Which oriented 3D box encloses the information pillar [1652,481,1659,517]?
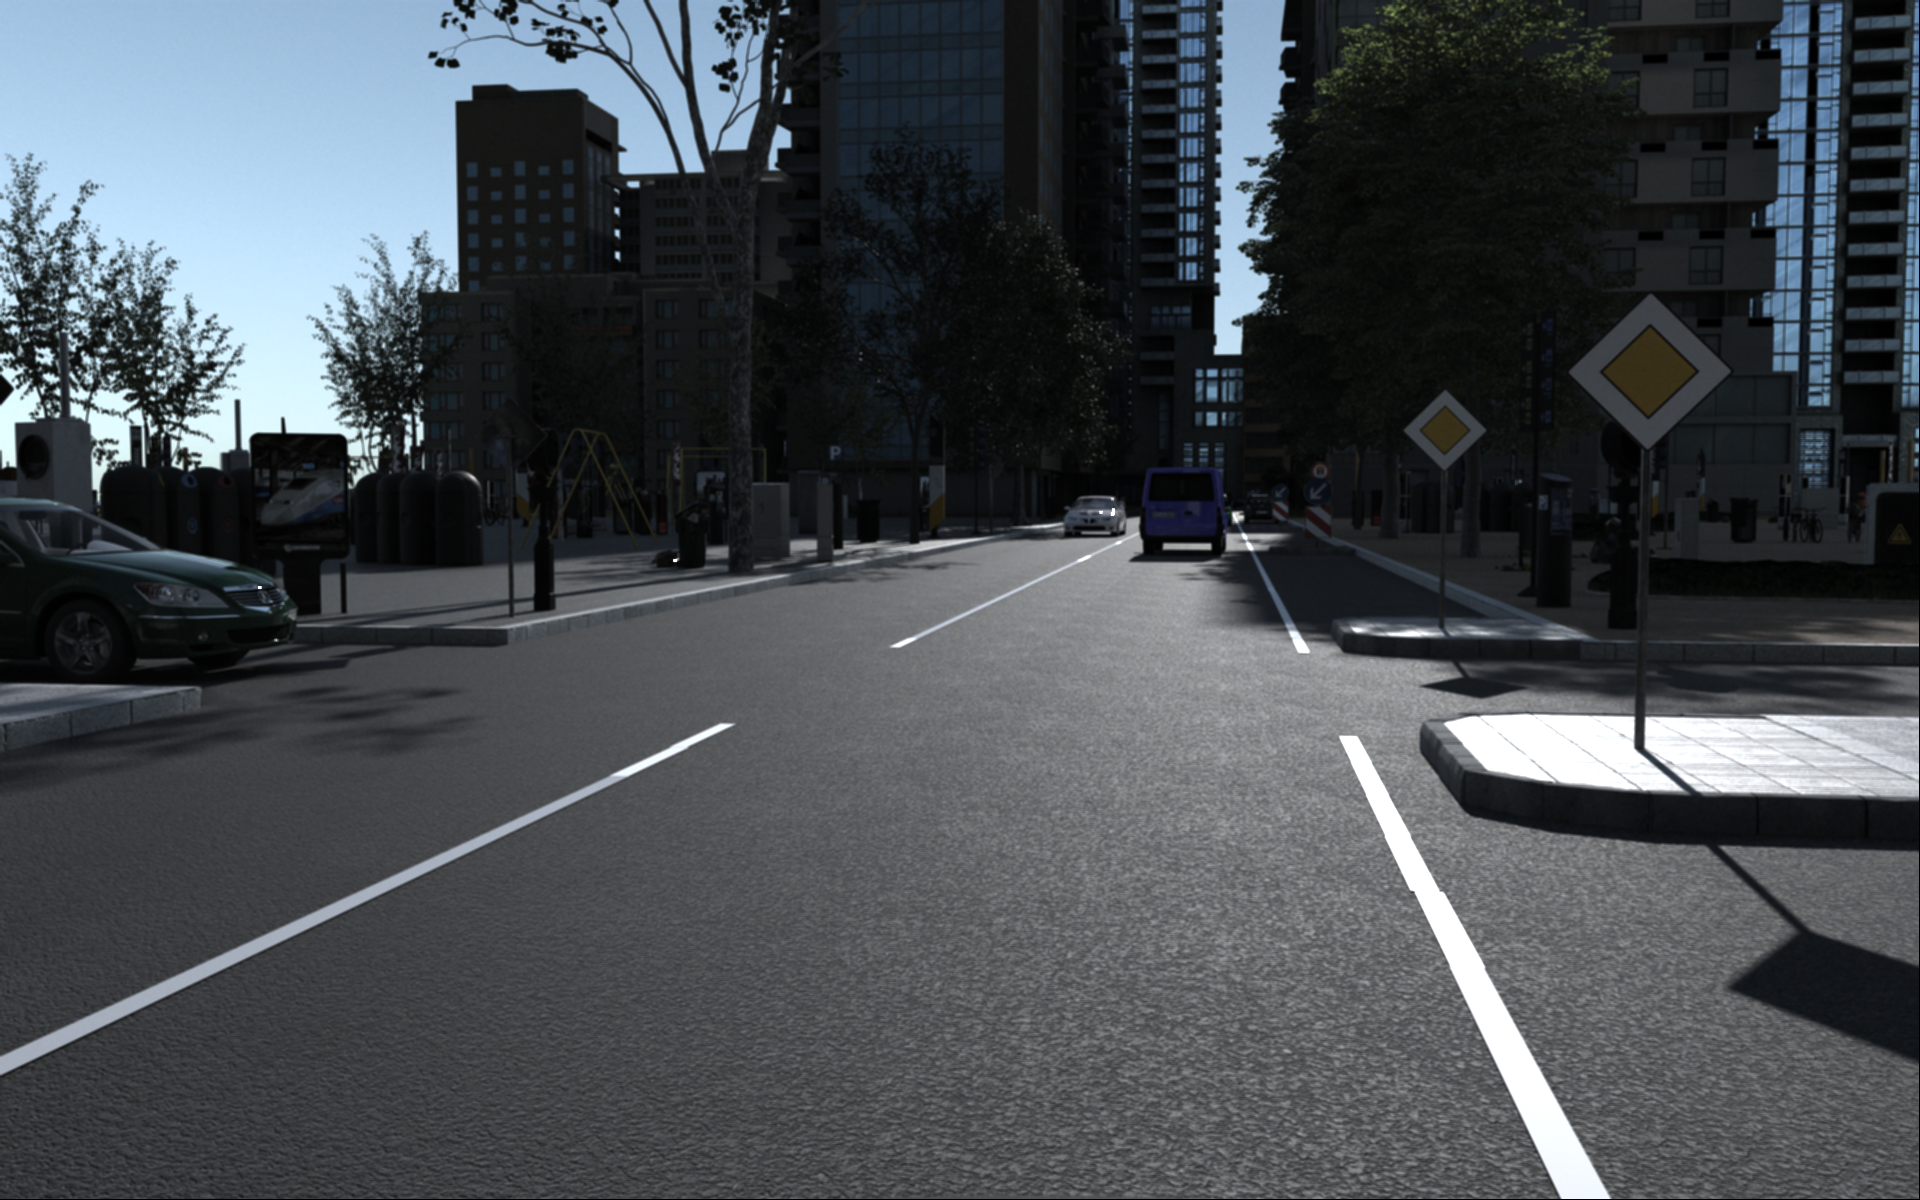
[{"bbox_3d":[25.894,-4.492,64.805,0.504,3.616,0.183,-1,4,-9],"label":"information pillar"}]

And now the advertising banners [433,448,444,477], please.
[{"bbox_3d":[-18.969,-4.206,64.961,2.074,3.025,0.090,2,4,29],"label":"advertising banners"}]

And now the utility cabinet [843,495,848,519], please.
[{"bbox_3d":[-6.172,-4.836,90.228,0.306,1.237,1.020,-2,4,-26],"label":"utility cabinet"}]

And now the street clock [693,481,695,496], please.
[{"bbox_3d":[-14.566,-5.569,95.617,0.358,2.002,0.471,-1,4,-16],"label":"street clock"}]

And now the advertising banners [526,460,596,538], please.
[{"bbox_3d":[-11.680,-3.319,50.454,2.074,3.025,0.090,-1,4,-23],"label":"advertising banners"}]

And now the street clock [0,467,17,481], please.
[{"bbox_3d":[-25.222,-2.537,46.058,0.471,2.002,0.358,0,4,-5],"label":"street clock"}]

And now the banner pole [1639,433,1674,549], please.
[{"bbox_3d":[16.290,-3.086,40.475,0.863,3.779,0.401,3,4,38],"label":"banner pole"}]

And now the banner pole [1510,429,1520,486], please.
[{"bbox_3d":[21.400,-4.695,66.781,0.401,3.779,0.863,-1,4,-9],"label":"banner pole"}]

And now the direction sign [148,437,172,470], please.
[{"bbox_3d":[-31.597,-4.683,68.565,0.876,3.537,0.379,1,4,11],"label":"direction sign"}]

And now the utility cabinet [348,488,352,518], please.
[{"bbox_3d":[-23.732,-3.688,68.976,1.173,1.500,0.318,-2,4,-28],"label":"utility cabinet"}]

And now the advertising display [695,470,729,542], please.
[{"bbox_3d":[-6.645,-2.521,46.426,0.974,1.923,0.123,2,4,23],"label":"advertising display"}]

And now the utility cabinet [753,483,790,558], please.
[{"bbox_3d":[-3.921,-1.570,34.346,1.173,1.500,0.318,3,4,36],"label":"utility cabinet"}]

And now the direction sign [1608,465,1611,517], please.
[{"bbox_3d":[25.783,-4.693,68.731,0.379,3.537,0.876,1,4,16],"label":"direction sign"}]

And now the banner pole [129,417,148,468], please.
[{"bbox_3d":[-26.437,-4.031,55.921,0.401,3.779,0.863,1,4,22],"label":"banner pole"}]

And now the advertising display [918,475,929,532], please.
[{"bbox_3d":[-1.261,-3.323,59.543,0.123,1.923,0.974,1,4,19],"label":"advertising display"}]

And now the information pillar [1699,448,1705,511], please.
[{"bbox_3d":[37.473,-5.879,87.477,0.183,3.616,0.504,0,4,2],"label":"information pillar"}]

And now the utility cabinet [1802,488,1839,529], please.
[{"bbox_3d":[31.400,-3.337,63.234,1.173,1.500,0.318,0,4,4],"label":"utility cabinet"}]

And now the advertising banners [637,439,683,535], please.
[{"bbox_3d":[-9.443,-3.577,54.676,0.090,3.025,2.074,2,4,34],"label":"advertising banners"}]

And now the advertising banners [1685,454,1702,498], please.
[{"bbox_3d":[32.679,-4.954,77.185,0.090,3.025,2.074,0,4,6],"label":"advertising banners"}]

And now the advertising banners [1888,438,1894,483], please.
[{"bbox_3d":[29.830,-3.603,55.105,2.074,3.025,0.090,-3,5,-44],"label":"advertising banners"}]

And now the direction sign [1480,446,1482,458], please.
[{"bbox_3d":[24.250,-5.497,81.877,0.379,3.537,0.876,-3,4,-38],"label":"direction sign"}]

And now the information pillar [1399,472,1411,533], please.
[{"bbox_3d":[14.646,-3.218,57.114,0.304,2.012,0.304,2,4,35],"label":"information pillar"}]

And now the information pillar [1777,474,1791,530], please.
[{"bbox_3d":[29.629,-3.532,62.240,0.304,2.012,0.304,-2,4,-32],"label":"information pillar"}]

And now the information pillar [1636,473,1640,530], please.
[{"bbox_3d":[21.278,-3.025,53.959,0.304,2.012,0.304,3,5,44],"label":"information pillar"}]

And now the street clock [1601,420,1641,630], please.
[{"bbox_3d":[6.318,-0.727,16.457,0.471,2.002,0.358,-2,4,-30],"label":"street clock"}]

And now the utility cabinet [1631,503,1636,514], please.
[{"bbox_3d":[33.884,-4.754,86.398,0.318,1.500,1.173,0,4,-4],"label":"utility cabinet"}]

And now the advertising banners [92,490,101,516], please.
[{"bbox_3d":[-33.146,-4.274,66.072,2.074,3.025,0.090,0,4,3],"label":"advertising banners"}]

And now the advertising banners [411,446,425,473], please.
[{"bbox_3d":[-20.384,-4.059,62.552,2.074,3.025,0.090,-1,4,-19],"label":"advertising banners"}]

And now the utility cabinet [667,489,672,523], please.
[{"bbox_3d":[-12.706,-4.025,74.491,0.318,1.500,1.173,0,4,7],"label":"utility cabinet"}]

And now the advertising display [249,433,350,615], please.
[{"bbox_3d":[-7.015,-0.808,18.427,0.974,1.923,0.123,-2,4,-28],"label":"advertising display"}]

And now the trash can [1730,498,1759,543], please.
[{"bbox_3d":[20.647,-2.077,45.619,0.748,1.137,0.748,0,3,0],"label":"trash can"}]

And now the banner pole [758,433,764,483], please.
[{"bbox_3d":[-8.184,-4.971,71.296,0.401,3.779,0.863,1,4,8],"label":"banner pole"}]

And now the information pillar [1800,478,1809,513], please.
[{"bbox_3d":[37.853,-4.475,77.663,0.304,2.012,0.304,1,4,16],"label":"information pillar"}]

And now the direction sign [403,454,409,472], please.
[{"bbox_3d":[-31.231,-6.446,97.387,0.876,3.537,0.379,3,4,37],"label":"direction sign"}]

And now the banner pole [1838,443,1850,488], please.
[{"bbox_3d":[43.650,-5.842,85.534,0.401,3.779,0.863,-1,4,-12],"label":"banner pole"}]

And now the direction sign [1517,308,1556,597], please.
[{"bbox_3d":[7.193,-1.813,21.637,0.379,3.537,0.876,0,4,-7],"label":"direction sign"}]

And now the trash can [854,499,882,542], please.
[{"bbox_3d":[-2.447,-2.115,46.228,0.748,1.137,0.748,0,3,0],"label":"trash can"}]

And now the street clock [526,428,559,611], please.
[{"bbox_3d":[-4.593,-0.889,19.098,0.358,2.002,0.471,0,4,5],"label":"street clock"}]

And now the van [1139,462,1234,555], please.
[{"bbox_3d":[5.557,-2.332,42.507,2.240,2.365,5.245,1,4,10],"label":"van"}]

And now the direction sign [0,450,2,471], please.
[{"bbox_3d":[-49.947,-5.960,89.445,0.876,3.537,0.379,-1,4,-20],"label":"direction sign"}]

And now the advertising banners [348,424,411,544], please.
[{"bbox_3d":[-14.719,-2.905,43.682,2.074,3.025,0.090,2,4,28],"label":"advertising banners"}]

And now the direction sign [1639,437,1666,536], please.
[{"bbox_3d":[21.271,-3.748,53.279,0.876,3.537,0.379,1,4,11],"label":"direction sign"}]

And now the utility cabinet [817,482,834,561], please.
[{"bbox_3d":[-2.577,-1.503,33.246,0.318,1.500,1.173,0,4,-4],"label":"utility cabinet"}]

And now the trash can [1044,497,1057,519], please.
[{"bbox_3d":[4.617,-4.731,89.003,0.748,1.137,0.748,0,3,0],"label":"trash can"}]

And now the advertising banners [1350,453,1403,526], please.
[{"bbox_3d":[16.784,-4.498,69.726,2.074,3.025,0.090,1,4,11],"label":"advertising banners"}]

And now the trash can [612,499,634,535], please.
[{"bbox_3d":[-10.731,-2.658,55.114,0.748,1.137,0.748,0,3,0],"label":"trash can"}]

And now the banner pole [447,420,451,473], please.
[{"bbox_3d":[-17.067,-4.157,57.988,0.401,3.779,0.863,-1,4,-18],"label":"banner pole"}]

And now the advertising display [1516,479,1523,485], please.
[{"bbox_3d":[24.590,-4.355,76.426,0.123,1.923,0.974,3,4,36],"label":"advertising display"}]

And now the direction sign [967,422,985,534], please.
[{"bbox_3d":[0.520,-3.863,55.160,0.379,3.537,0.876,-3,4,-38],"label":"direction sign"}]

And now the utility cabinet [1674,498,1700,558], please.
[{"bbox_3d":[12.572,-1.152,29.996,0.306,1.237,1.020,1,4,16],"label":"utility cabinet"}]

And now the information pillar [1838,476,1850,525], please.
[{"bbox_3d":[36.533,-4.103,71.584,0.304,2.012,0.304,-3,5,-43],"label":"information pillar"}]
